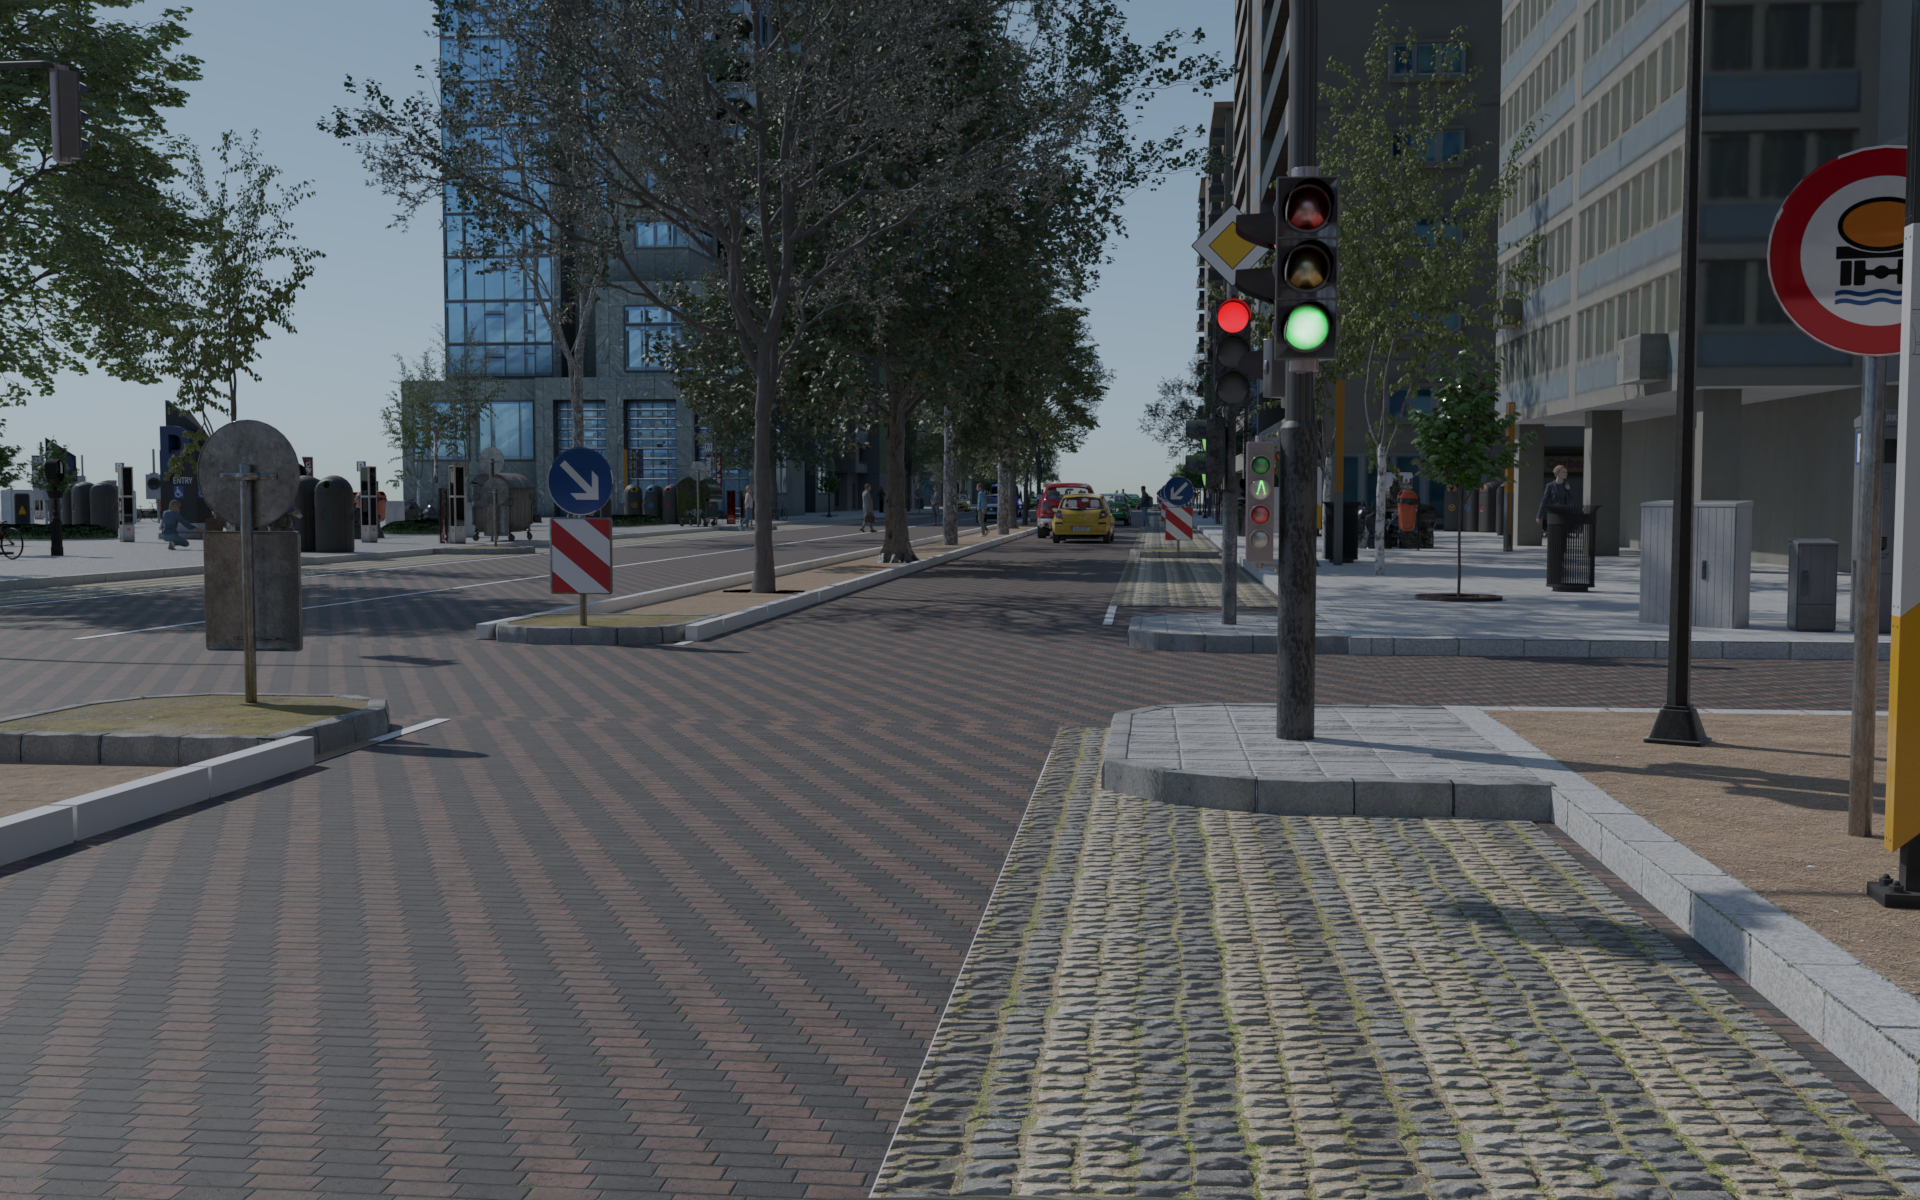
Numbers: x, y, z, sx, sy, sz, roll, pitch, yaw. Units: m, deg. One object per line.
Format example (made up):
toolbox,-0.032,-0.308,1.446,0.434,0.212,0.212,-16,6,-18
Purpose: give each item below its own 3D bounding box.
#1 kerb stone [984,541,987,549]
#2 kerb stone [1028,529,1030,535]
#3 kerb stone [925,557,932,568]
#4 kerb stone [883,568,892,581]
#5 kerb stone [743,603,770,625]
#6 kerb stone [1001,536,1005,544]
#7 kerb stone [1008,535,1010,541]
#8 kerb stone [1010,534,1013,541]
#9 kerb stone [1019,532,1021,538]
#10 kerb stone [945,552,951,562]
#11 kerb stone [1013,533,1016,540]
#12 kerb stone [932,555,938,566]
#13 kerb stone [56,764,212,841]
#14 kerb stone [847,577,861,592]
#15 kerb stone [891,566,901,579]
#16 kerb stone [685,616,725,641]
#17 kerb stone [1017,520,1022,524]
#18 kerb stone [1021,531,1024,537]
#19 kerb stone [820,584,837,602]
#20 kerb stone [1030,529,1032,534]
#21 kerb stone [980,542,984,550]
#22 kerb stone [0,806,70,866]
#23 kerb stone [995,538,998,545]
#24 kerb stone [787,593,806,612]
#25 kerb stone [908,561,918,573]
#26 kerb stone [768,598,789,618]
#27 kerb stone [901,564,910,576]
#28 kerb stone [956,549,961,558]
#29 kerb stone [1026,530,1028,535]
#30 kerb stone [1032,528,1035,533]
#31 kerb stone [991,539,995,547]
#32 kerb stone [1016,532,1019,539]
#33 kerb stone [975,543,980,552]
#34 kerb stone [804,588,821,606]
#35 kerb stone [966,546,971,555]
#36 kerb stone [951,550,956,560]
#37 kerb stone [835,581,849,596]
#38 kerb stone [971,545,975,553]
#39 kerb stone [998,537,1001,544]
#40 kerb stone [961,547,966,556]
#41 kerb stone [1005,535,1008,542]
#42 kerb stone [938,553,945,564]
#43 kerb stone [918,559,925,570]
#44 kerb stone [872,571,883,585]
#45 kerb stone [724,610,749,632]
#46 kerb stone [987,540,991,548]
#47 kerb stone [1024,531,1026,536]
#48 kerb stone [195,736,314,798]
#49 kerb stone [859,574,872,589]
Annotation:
kerb stone,0.532,-1.387,44.872,0.120,0.150,1.000,0,4,6
kerb stone,2.260,-2.321,60.144,0.120,0.150,1.000,0,4,6
kerb stone,-0.715,-0.702,33.669,0.120,0.150,1.000,0,4,6
kerb stone,-1.293,-0.390,28.566,0.120,0.150,1.000,0,4,6
kerb stone,-2.329,0.171,19.398,0.120,0.150,1.000,0,4,6
kerb stone,1.118,-1.698,49.953,0.120,0.150,1.000,0,4,6
kerb stone,1.338,-1.819,51.988,0.120,0.150,1.000,0,4,6
kerb stone,1.452,-1.884,53.004,0.120,0.150,1.000,0,4,6
kerb stone,1.808,-2.072,56.075,0.120,0.150,1.000,0,4,6
kerb stone,-0.371,-0.886,36.718,0.120,0.150,1.000,0,4,6
kerb stone,1.575,-1.947,54.027,0.120,0.150,1.000,0,4,6
kerb stone,-0.609,-0.763,34.686,0.120,0.150,1.000,0,4,6
kerb stone,-3.648,0.889,7.654,0.120,0.150,1.000,0,4,6
kerb stone,-1.642,-0.201,25.515,0.120,0.150,1.000,0,4,6
kerb stone,-1.177,-0.452,29.590,0.120,0.150,1.000,0,4,6
kerb stone,-2.561,0.295,17.365,0.120,0.150,1.000,0,4,6
kerb stone,3.034,-3.893,85.848,0.120,0.150,1.000,0,4,6
kerb stone,1.913,-2.134,57.093,0.120,0.150,1.000,0,4,6
kerb stone,-1.857,-0.078,23.474,0.120,0.150,1.000,0,4,6
kerb stone,2.373,-2.375,61.160,0.120,0.150,1.000,0,4,6
kerb stone,0.428,-1.325,43.855,0.120,0.150,1.000,0,4,6
kerb stone,-3.761,0.952,6.629,0.120,0.150,1.000,0,4,6
kerb stone,0.882,-1.572,47.920,0.120,0.150,1.000,0,4,6
kerb stone,-2.095,0.048,21.440,0.120,0.150,1.000,0,4,6
kerb stone,-0.949,-0.574,31.628,0.120,0.150,1.000,0,4,6
kerb stone,-2.211,0.109,20.421,0.120,0.150,1.000,0,4,6
kerb stone,-1.063,-0.514,30.606,0.120,0.150,1.000,0,4,6
kerb stone,-0.152,-1.009,38.766,0.120,0.150,1.000,0,4,6
kerb stone,2.147,-2.259,59.128,0.120,0.150,1.000,0,4,6
kerb stone,2.491,-2.444,62.182,0.120,0.150,1.000,0,4,6
kerb stone,0.763,-1.508,46.903,0.120,0.150,1.000,0,4,6
kerb stone,1.687,-2.009,55.048,0.120,0.150,1.000,0,4,6
kerb stone,0.313,-1.262,42.830,0.120,0.150,1.000,0,4,6
kerb stone,-1.988,-0.016,22.456,0.120,0.150,1.000,0,4,6
kerb stone,0.080,-1.134,40.798,0.120,0.150,1.000,0,4,6
kerb stone,-0.261,-0.949,37.738,0.120,0.150,1.000,0,4,6
kerb stone,-1.756,-0.140,24.491,0.120,0.150,1.000,0,4,6
kerb stone,0.198,-1.200,41.815,0.120,0.150,1.000,0,4,6
kerb stone,0.988,-1.636,48.937,0.120,0.150,1.000,0,4,6
kerb stone,-0.031,-1.076,39.782,0.120,0.150,1.000,0,4,6
kerb stone,1.224,-1.760,50.971,0.120,0.150,1.000,0,4,6
kerb stone,-0.483,-0.826,35.702,0.120,0.150,1.000,0,4,6
kerb stone,-0.836,-0.640,32.652,0.120,0.150,1.000,0,4,6
kerb stone,-1.407,-0.328,27.550,0.120,0.150,1.000,0,4,6
kerb stone,-2.440,0.238,18.382,0.120,0.150,1.000,0,4,6
kerb stone,0.657,-1.448,45.886,0.120,0.150,1.000,0,4,6
kerb stone,2.040,-2.197,58.112,0.120,0.150,1.000,0,4,6
kerb stone,-3.533,0.827,8.670,0.120,0.150,1.000,0,4,6
kerb stone,-1.523,-0.263,26.530,0.120,0.150,1.000,0,4,6
